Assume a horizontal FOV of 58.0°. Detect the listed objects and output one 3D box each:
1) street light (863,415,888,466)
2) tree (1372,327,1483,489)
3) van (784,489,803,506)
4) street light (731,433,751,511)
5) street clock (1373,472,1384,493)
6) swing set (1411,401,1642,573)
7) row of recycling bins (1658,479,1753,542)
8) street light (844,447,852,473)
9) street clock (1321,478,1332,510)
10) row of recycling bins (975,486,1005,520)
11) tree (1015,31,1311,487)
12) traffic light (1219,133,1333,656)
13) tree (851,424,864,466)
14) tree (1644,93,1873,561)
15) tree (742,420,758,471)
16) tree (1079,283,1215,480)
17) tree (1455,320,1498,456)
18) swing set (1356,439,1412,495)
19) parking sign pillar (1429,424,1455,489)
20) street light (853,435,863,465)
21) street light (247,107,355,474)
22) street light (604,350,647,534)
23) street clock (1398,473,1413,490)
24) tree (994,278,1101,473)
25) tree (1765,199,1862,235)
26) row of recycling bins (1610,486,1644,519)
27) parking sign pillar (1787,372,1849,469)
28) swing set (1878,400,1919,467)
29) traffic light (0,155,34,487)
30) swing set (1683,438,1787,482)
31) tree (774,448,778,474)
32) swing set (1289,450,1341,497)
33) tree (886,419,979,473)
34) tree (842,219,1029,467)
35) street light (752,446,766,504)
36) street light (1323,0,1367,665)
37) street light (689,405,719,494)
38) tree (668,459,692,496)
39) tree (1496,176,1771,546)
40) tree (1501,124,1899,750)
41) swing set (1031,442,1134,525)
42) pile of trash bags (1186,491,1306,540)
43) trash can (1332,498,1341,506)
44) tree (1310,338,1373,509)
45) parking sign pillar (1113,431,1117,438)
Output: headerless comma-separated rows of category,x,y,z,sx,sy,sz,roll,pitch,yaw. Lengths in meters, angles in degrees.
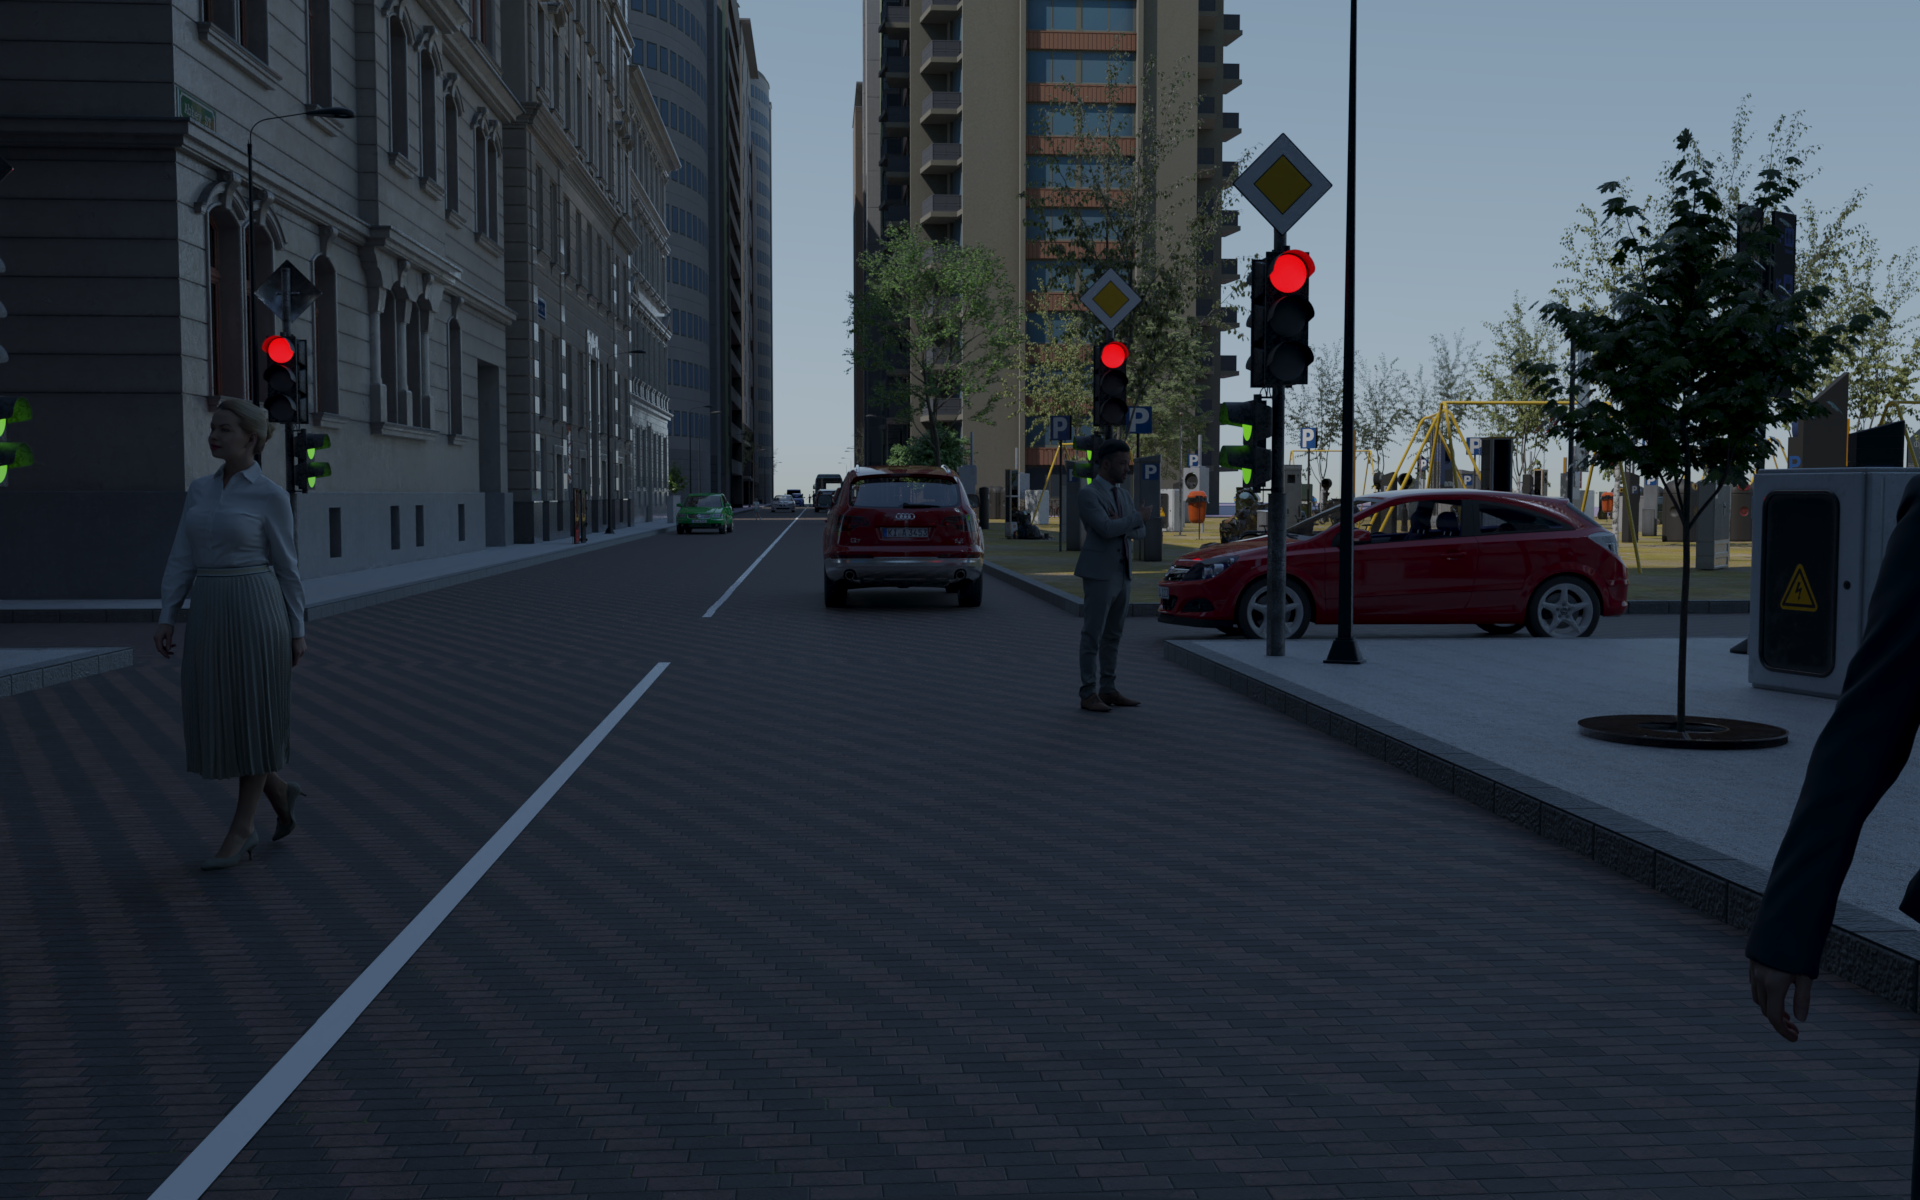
street light,-4.801,-7.904,101.768,1.470,5.913,1.316,0,4,-5
tree,21.266,-7.732,76.780,4.360,8.622,3.978,0,3,0
van,-19.868,-12.396,207.060,2.240,2.365,5.245,0,4,-6
street light,-16.909,-9.766,132.217,1.470,5.913,1.316,0,4,-5
street clock,13.987,-3.260,57.875,0.358,2.002,0.471,3,4,36
swing set,9.656,-1.936,29.274,3.119,2.851,2.862,0,4,-3
row of recycling bins,20.531,-2.422,46.709,3.534,1.692,1.069,-1,4,-15
street light,-10.603,-12.249,172.805,1.470,5.913,1.316,0,4,-5
street clock,16.790,-4.575,79.371,0.471,2.002,0.358,3,5,44
row of recycling bins,1.810,-4.981,88.558,1.069,1.692,3.534,-2,4,-27
tree,2.793,-4.794,28.739,4.360,8.622,3.978,0,3,0
traffic light,2.490,-1.513,13.652,0.839,4.253,0.868,0,4,-5
tree,-9.335,-14.059,180.231,4.360,8.622,3.978,0,3,0
tree,14.876,-5.050,32.931,4.360,8.622,3.978,0,3,0
tree,-22.069,-13.481,170.775,4.360,8.622,3.978,0,3,0
tree,10.160,-10.731,93.581,7.486,12.596,7.792,0,3,0
tree,20.833,-6.881,62.865,4.737,8.622,4.395,0,3,0
swing set,9.183,-2.197,33.538,2.862,2.851,3.119,1,4,9
parking sign pillar,18.584,-4.787,66.735,1.447,3.967,1.447,3,5,44
street light,-7.606,-10.071,137.209,1.470,5.913,1.316,0,4,-5
street light,-7.959,-2.958,20.910,1.470,5.913,1.316,0,4,-5
street light,-10.784,-5.095,55.840,1.470,5.913,1.316,0,4,-5
street clock,15.161,-3.331,59.026,0.471,2.002,0.358,0,4,-3
tree,3.516,-6.587,58.056,4.737,8.622,4.395,0,3,0
tree,20.564,-5.637,42.524,4.737,8.622,4.395,0,3,0
row of recycling bins,34.764,-4.930,87.717,3.534,1.692,1.069,2,4,32
parking sign pillar,18.900,-3.042,38.205,1.447,3.967,1.447,-1,4,-21
swing set,17.042,-1.936,29.278,3.119,2.851,2.862,-1,4,-12
traffic light,-7.387,-1.463,12.837,0.839,4.253,0.868,0,4,-5
swing set,22.637,-3.202,49.969,2.862,2.851,3.119,0,4,-5
tree,-28.508,-18.640,255.121,4.360,8.622,3.978,0,3,0
swing set,13.322,-3.919,61.703,3.119,2.851,2.862,0,4,-2
tree,-0.897,-5.595,75.191,4.285,4.588,4.351,0,3,0
tree,-0.968,-8.607,66.473,9.928,11.665,9.643,0,3,0
street light,-19.849,-11.941,167.770,1.470,5.913,1.316,0,4,-5
street light,2.391,-2.473,12.973,1.470,5.913,1.316,0,4,-5
street light,-13.587,-7.231,90.772,1.470,5.913,1.316,0,4,-5
tree,-15.549,-6.141,95.007,1.663,3.219,1.824,0,3,0
tree,15.901,-5.555,41.188,4.737,8.622,4.395,0,3,0
tree,3.842,-0.894,9.223,1.663,3.219,1.824,0,3,0
swing set,3.949,-3.360,52.557,2.862,2.851,3.119,-3,4,-38
pile of trash bags,8.106,-2.406,49.097,3.447,1.369,1.912,0,4,-6
trash can,12.917,-2.863,58.467,0.748,1.137,0.748,0,3,0
tree,17.041,-8.043,81.861,4.360,8.622,3.978,0,3,0
parking sign pillar,6.141,-5.204,73.553,1.447,3.967,1.447,-3,4,-37
